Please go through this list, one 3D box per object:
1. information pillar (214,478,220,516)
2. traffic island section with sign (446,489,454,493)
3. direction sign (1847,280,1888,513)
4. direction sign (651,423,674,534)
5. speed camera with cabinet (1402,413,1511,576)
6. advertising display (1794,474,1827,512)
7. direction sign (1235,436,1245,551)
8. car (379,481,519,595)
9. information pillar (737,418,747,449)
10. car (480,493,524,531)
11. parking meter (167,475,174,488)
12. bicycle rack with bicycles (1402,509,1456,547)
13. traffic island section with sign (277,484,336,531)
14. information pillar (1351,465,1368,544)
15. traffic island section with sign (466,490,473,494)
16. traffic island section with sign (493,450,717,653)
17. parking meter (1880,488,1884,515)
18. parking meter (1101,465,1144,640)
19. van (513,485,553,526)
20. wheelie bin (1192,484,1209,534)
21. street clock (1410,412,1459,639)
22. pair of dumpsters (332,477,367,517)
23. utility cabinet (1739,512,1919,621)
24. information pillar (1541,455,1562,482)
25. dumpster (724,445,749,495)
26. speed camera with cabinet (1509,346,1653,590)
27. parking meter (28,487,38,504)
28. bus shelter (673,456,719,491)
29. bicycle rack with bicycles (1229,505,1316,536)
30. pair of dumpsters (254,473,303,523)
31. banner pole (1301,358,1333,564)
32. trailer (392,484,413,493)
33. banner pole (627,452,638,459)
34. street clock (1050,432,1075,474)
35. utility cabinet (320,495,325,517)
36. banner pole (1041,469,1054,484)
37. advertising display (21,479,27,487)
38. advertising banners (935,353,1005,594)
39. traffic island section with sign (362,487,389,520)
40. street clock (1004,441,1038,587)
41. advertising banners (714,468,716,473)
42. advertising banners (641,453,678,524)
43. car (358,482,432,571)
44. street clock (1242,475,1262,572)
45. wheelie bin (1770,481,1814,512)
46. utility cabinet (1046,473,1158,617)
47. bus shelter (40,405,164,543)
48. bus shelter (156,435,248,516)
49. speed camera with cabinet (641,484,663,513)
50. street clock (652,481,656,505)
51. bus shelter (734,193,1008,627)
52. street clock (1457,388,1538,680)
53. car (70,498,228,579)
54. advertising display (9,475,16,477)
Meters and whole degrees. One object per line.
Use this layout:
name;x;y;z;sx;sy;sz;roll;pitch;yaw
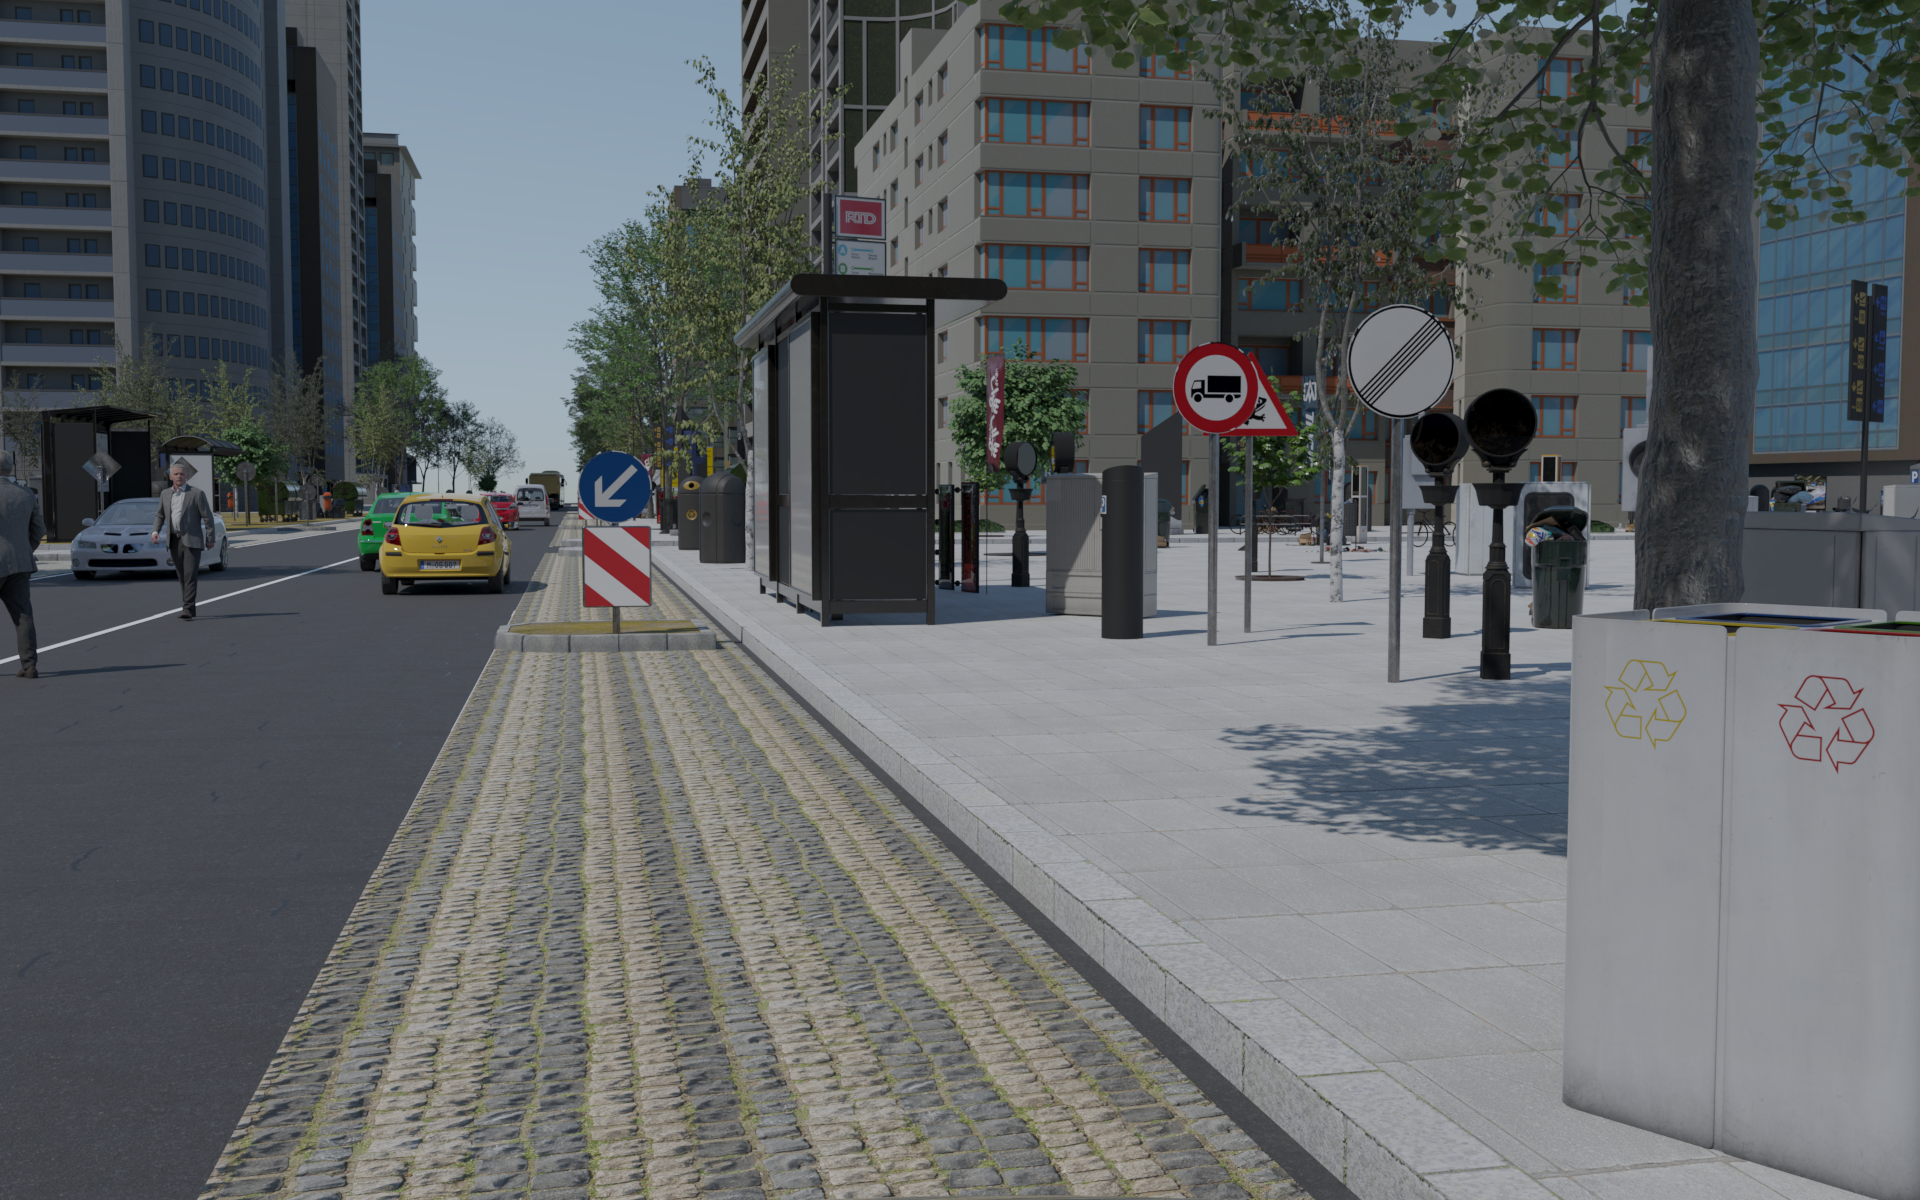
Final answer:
information pillar;-34.553;-4.643;80.412;0.304;2.012;0.304;-3;5;-39
traffic island section with sign;-42.338;-8.273;143.893;1.989;1.847;2.006;-1;4;-12
direction sign;9.744;-1.630;18.653;0.876;3.537;0.379;-3;5;-41
direction sign;-9.509;-3.893;55.655;0.876;3.537;0.379;2;4;35
speed camera with cabinet;7.875;-2.016;27.291;2.038;3.252;0.660;0;4;-4
advertising display;27.724;-3.137;56.506;0.974;1.923;0.123;1;4;10
direction sign;6.478;-2.881;39.098;0.379;3.537;0.876;3;5;44
car;-7.731;-0.979;26.228;2.015;1.641;3.980;-1;4;-12
information pillar;-6.715;-3.796;53.419;0.183;3.616;0.504;-3;4;-38
car;-18.570;-3.687;69.323;2.155;1.783;4.494;-1;4;-14
parking meter;-24.486;-2.956;54.041;0.399;1.863;0.255;-2;4;-29
bicycle rack with bicycles;11.956;-1.719;41.490;2.925;0.926;2.852;-3;4;-36
traffic island section with sign;-25.494;-3.611;67.662;1.989;1.847;2.006;-1;4;-12
information pillar;10.290;-2.454;44.612;0.304;2.012;0.304;-2;4;-35
traffic island section with sign;-48.155;-9.883;170.216;1.989;1.847;2.006;-1;4;-12
traffic island section with sign;-3.406;-0.483;16.518;1.989;1.847;2.006;-1;4;-12
parking meter;37.186;-3.742;69.587;0.372;1.533;0.369;0;3;0
parking meter;1.447;-0.428;15.403;0.372;1.533;0.369;0;3;0
van;-19.312;-4.336;77.903;2.013;2.044;4.112;-1;4;-14
wheelie bin;7.846;-2.928;55.788;0.693;1.594;0.980;0;4;-1
street clock;4.249;-0.661;15.376;0.471;2.002;0.358;3;5;40
pair of dumpsters;-34.867;-5.889;98.778;1.574;2.255;4.437;-1;4;-12
utility cabinet;3.034;0.294;6.361;0.306;1.237;1.020;-1;4;-15
information pillar;11.114;-1.719;32.602;0.304;2.012;0.304;2;4;32
dumpster;-4.215;-2.024;35.585;1.502;2.255;1.985;-1;4;-12
speed camera with cabinet;8.528;-1.770;23.279;2.038;3.252;0.660;1;4;19
parking meter;-34.403;-3.416;64.265;0.372;1.533;0.369;0;3;0
bus shelter;-12.374;-5.273;80.144;2.014;3.302;5.546;-1;4;-12
bicycle rack with bicycles;9.852;-2.520;54.582;2.925;0.926;2.852;2;4;29
pair of dumpsters;-31.301;-4.714;79.569;1.574;2.255;4.437;-1;4;-12
banner pole;6.580;-2.575;32.115;0.401;3.779;0.863;-2;4;-28
trailer;-32.612;-5.758;101.191;1.471;1.999;3.904;-1;4;-13
banner pole;-19.781;-6.994;104.375;0.863;3.779;0.401;-1;4;-14
street clock;1.204;-0.968;20.402;0.358;2.002;0.471;0;4;-5
utility cabinet;-34.414;-5.036;93.502;0.306;1.237;1.020;-1;4;-21
banner pole;2.785;-3.817;52.417;0.863;3.779;0.401;-2;4;-32
advertising display;-41.243;-4.304;75.588;0.974;1.923;0.123;-3;5;-40
advertising banners;0.122;-1.612;22.536;0.090;3.025;2.074;-2;4;-25
traffic island section with sign;-31.305;-5.221;93.986;1.989;1.847;2.006;-1;4;-12
street clock;0.838;-1.183;23.909;0.358;2.002;0.471;3;5;41
advertising banners;-16.047;-7.394;117.075;2.074;3.025;0.090;-2;4;-33
advertising banners;-12.809;-4.785;74.421;2.074;3.025;0.090;1;4;23
car;-10.558;-1.523;33.698;1.959;1.807;4.718;-1;4;-12
street clock;4.795;-1.456;28.369;0.471;2.002;0.358;1;4;10
wheelie bin;19.431;-1.994;40.515;0.980;1.594;0.693;3;4;36
utility cabinet;1.472;-0.579;18.140;1.173;1.500;0.318;2;4;34
bus shelter;-23.878;-3.497;48.464;1.731;3.624;6.357;-1;4;-12
bus shelter;-27.088;-4.173;62.146;2.014;3.302;5.546;-1;4;-12
speed camera with cabinet;-18.432;-6.623;102.616;2.038;3.252;0.660;1;4;10
street clock;-17.176;-5.630;96.622;0.471;2.002;0.358;0;4;-3
bus shelter;-1.488;-2.645;20.871;2.179;5.291;8.768;-1;4;-13
street clock;3.720;-0.453;11.980;0.471;2.002;0.358;1;4;11
car;-14.348;-1.131;30.858;2.083;1.381;4.827;-1;4;-12
advertising display;-32.500;-3.284;58.903;0.123;1.923;0.974;1;4;18
